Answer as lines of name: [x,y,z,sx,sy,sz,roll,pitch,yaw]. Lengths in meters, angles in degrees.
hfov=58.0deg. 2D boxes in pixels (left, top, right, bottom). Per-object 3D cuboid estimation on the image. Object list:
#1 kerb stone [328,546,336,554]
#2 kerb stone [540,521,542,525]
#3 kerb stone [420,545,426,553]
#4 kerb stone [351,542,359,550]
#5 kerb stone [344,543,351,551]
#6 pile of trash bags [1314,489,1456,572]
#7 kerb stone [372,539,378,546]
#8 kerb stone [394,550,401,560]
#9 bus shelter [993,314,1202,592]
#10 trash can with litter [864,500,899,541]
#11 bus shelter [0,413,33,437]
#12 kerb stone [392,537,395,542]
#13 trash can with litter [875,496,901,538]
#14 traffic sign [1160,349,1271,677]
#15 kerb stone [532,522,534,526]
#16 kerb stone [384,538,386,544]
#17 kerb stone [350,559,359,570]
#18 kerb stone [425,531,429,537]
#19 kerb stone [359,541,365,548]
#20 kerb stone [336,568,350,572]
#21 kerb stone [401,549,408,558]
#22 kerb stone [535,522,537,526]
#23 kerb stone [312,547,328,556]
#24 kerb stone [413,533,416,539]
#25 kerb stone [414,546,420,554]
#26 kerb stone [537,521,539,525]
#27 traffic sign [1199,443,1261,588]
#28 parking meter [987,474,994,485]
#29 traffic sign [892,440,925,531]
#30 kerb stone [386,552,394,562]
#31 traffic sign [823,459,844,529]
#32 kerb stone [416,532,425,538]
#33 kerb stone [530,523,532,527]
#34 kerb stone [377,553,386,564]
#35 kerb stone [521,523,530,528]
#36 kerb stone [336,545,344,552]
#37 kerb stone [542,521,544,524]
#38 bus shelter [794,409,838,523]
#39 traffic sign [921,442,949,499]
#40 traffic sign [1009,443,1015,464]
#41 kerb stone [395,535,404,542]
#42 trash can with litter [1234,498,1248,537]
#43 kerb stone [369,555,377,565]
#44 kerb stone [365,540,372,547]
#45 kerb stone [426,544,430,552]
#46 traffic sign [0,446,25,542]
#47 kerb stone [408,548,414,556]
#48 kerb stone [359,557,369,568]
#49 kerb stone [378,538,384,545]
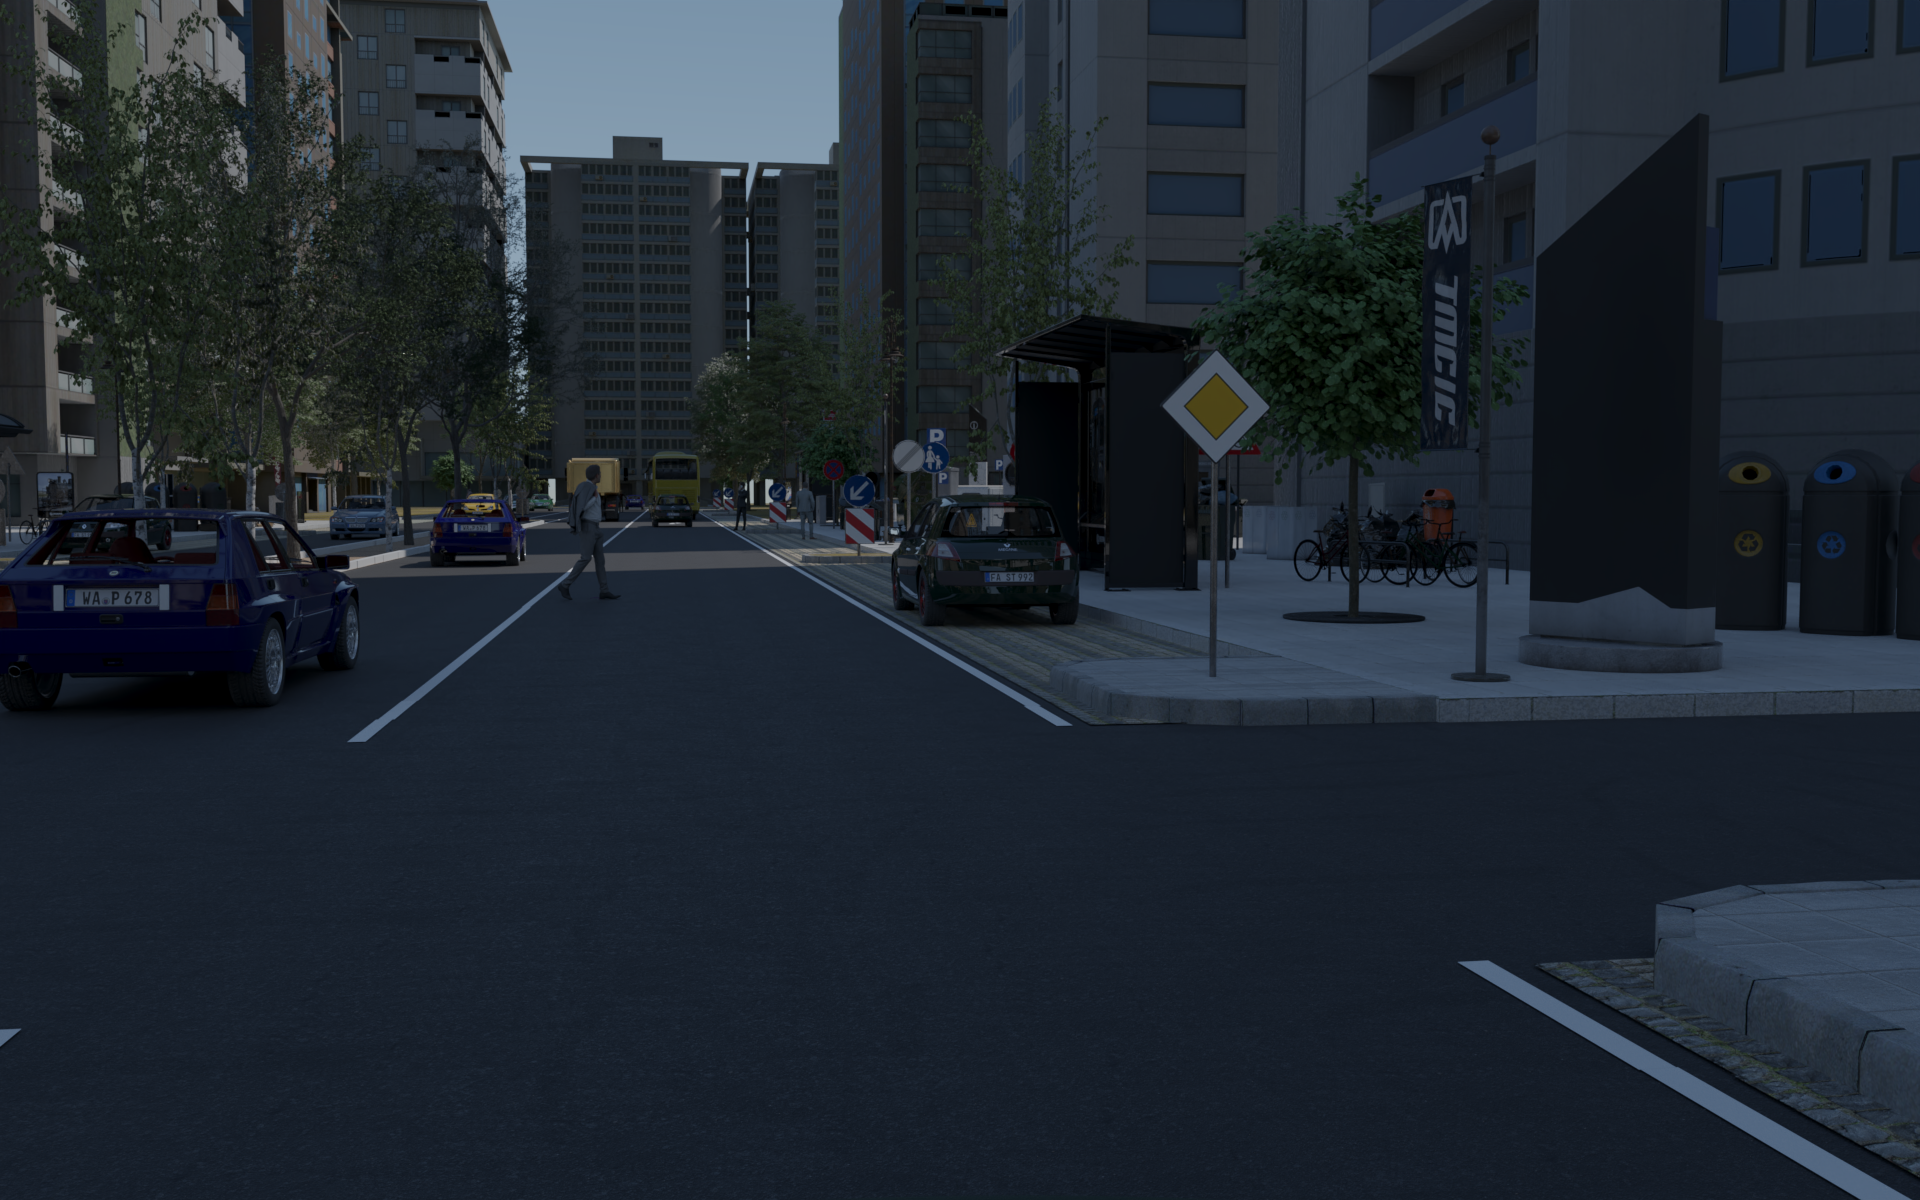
kerb stone: [-15.179,-1.180,41.533,0.120,0.150,1.000,-1,4,-10]
kerb stone: [-19.601,-3.558,80.371,0.120,0.150,1.000,-1,4,-10]
kerb stone: [-13.117,-1.207,41.948,0.120,0.150,1.000,-1,4,-10]
kerb stone: [-15.691,-1.368,44.560,0.120,0.150,1.000,-1,4,-10]
kerb stone: [-15.521,-1.303,43.550,0.120,0.150,1.000,-1,4,-10]
pile of trash bags: [7.569,-1.233,29.909,1.912,1.369,3.447,-1,4,-13]
kerb stone: [-16.209,-1.546,47.586,0.120,0.150,1.000,-1,4,-10]
kerb stone: [-12.437,-0.960,37.899,0.120,0.150,1.000,-1,4,-10]
bus shelter: [1.906,-2.114,25.849,1.731,3.624,6.357,-1,4,-10]
trash can with litter: [-2.179,-2.213,47.576,1.055,1.170,0.624,1,4,20]
bus shelter: [-23.449,-2.820,40.024,2.014,3.302,5.546,-1,4,-10]
kerb stone: [-16.714,-1.737,50.613,0.120,0.150,1.000,-1,4,-10]
trash can with litter: [-1.815,-2.401,50.311,2.233,1.210,1.678,-1,4,-20]
traffic sign: [1.771,-0.517,12.089,0.795,2.450,0.064,-1,4,-10]
kerb stone: [-18.750,-3.250,75.325,0.120,0.150,1.000,-1,4,-10]
kerb stone: [-16.544,-1.676,49.603,0.120,0.150,1.000,-1,4,-10]
kerb stone: [-11.584,-0.647,32.832,0.120,0.150,1.000,-1,4,-10]
kerb stone: [-17.906,-2.171,57.704,0.120,0.150,1.000,-1,4,-10]
kerb stone: [-15.862,-1.430,45.568,0.120,0.150,1.000,-1,4,-10]
kerb stone: [-11.413,-0.588,31.821,0.120,0.150,1.000,-1,4,-10]
kerb stone: [-12.604,-1.022,38.908,0.120,0.150,1.000,-1,4,-10]
kerb stone: [-19.092,-3.373,77.341,0.120,0.150,1.000,-1,4,-10]
kerb stone: [-15.008,-1.121,40.525,0.120,0.150,1.000,-1,4,-10]
kerb stone: [-17.395,-1.985,54.655,0.120,0.150,1.000,-1,4,-10]
kerb stone: [-12.952,-1.146,40.926,0.120,0.150,1.000,-1,4,-10]
kerb stone: [-19.263,-3.434,78.349,0.120,0.150,1.000,-1,4,-10]
traffic sign: [3.639,-1.439,23.533,0.884,2.594,0.081,0,4,-5]
parking meter: [0.762,-2.701,49.876,0.399,1.863,0.255,2,4,34]
traffic sign: [-1.215,-2.498,40.953,0.768,2.556,0.104,0,4,-1]
kerb stone: [-12.261,-0.899,36.890,0.120,0.150,1.000,-1,4,-10]
traffic sign: [-4.652,-3.897,63.826,0.768,2.556,0.104,0,4,-2]
kerb stone: [-17.726,-2.109,56.685,0.120,0.150,1.000,-1,4,-10]
kerb stone: [-18.585,-3.186,74.307,0.120,0.150,1.000,-1,4,-10]
kerb stone: [-12.095,-0.836,35.879,0.120,0.150,1.000,-1,4,-10]
kerb stone: [-18.410,-3.121,73.300,0.120,0.150,1.000,-1,4,-10]
kerb stone: [-15.351,-1.244,42.541,0.120,0.150,1.000,-1,4,-10]
kerb stone: [-19.776,-3.614,81.378,0.120,0.150,1.000,-1,4,-10]
bus shelter: [-6.422,-6.236,79.584,2.179,5.291,8.768,-1,4,-10]
traffic sign: [-0.643,-2.582,42.322,0.768,2.556,0.104,0,4,-6]
traffic sign: [1.463,-2.319,38.016,0.768,2.556,0.104,0,4,-1]
kerb stone: [-17.056,-1.854,52.630,0.120,0.150,1.000,-1,4,-10]
trash can with litter: [8.023,-2.428,51.085,0.624,1.170,1.055,-2,4,-26]
kerb stone: [-11.931,-0.773,34.863,0.120,0.150,1.000,-1,4,-10]
kerb stone: [-16.032,-1.491,46.576,0.120,0.150,1.000,-1,4,-10]
kerb stone: [-13.283,-1.262,42.958,0.120,0.150,1.000,-1,4,-10]
traffic sign: [-25.595,-2.849,46.589,0.884,2.594,0.081,0,4,-4]
kerb stone: [-12.780,-1.084,39.915,0.120,0.150,1.000,-1,4,-10]
kerb stone: [-11.746,-0.711,33.854,0.120,0.150,1.000,-1,4,-10]
kerb stone: [-16.367,-1.615,48.595,0.120,0.150,1.000,-1,4,-10]
